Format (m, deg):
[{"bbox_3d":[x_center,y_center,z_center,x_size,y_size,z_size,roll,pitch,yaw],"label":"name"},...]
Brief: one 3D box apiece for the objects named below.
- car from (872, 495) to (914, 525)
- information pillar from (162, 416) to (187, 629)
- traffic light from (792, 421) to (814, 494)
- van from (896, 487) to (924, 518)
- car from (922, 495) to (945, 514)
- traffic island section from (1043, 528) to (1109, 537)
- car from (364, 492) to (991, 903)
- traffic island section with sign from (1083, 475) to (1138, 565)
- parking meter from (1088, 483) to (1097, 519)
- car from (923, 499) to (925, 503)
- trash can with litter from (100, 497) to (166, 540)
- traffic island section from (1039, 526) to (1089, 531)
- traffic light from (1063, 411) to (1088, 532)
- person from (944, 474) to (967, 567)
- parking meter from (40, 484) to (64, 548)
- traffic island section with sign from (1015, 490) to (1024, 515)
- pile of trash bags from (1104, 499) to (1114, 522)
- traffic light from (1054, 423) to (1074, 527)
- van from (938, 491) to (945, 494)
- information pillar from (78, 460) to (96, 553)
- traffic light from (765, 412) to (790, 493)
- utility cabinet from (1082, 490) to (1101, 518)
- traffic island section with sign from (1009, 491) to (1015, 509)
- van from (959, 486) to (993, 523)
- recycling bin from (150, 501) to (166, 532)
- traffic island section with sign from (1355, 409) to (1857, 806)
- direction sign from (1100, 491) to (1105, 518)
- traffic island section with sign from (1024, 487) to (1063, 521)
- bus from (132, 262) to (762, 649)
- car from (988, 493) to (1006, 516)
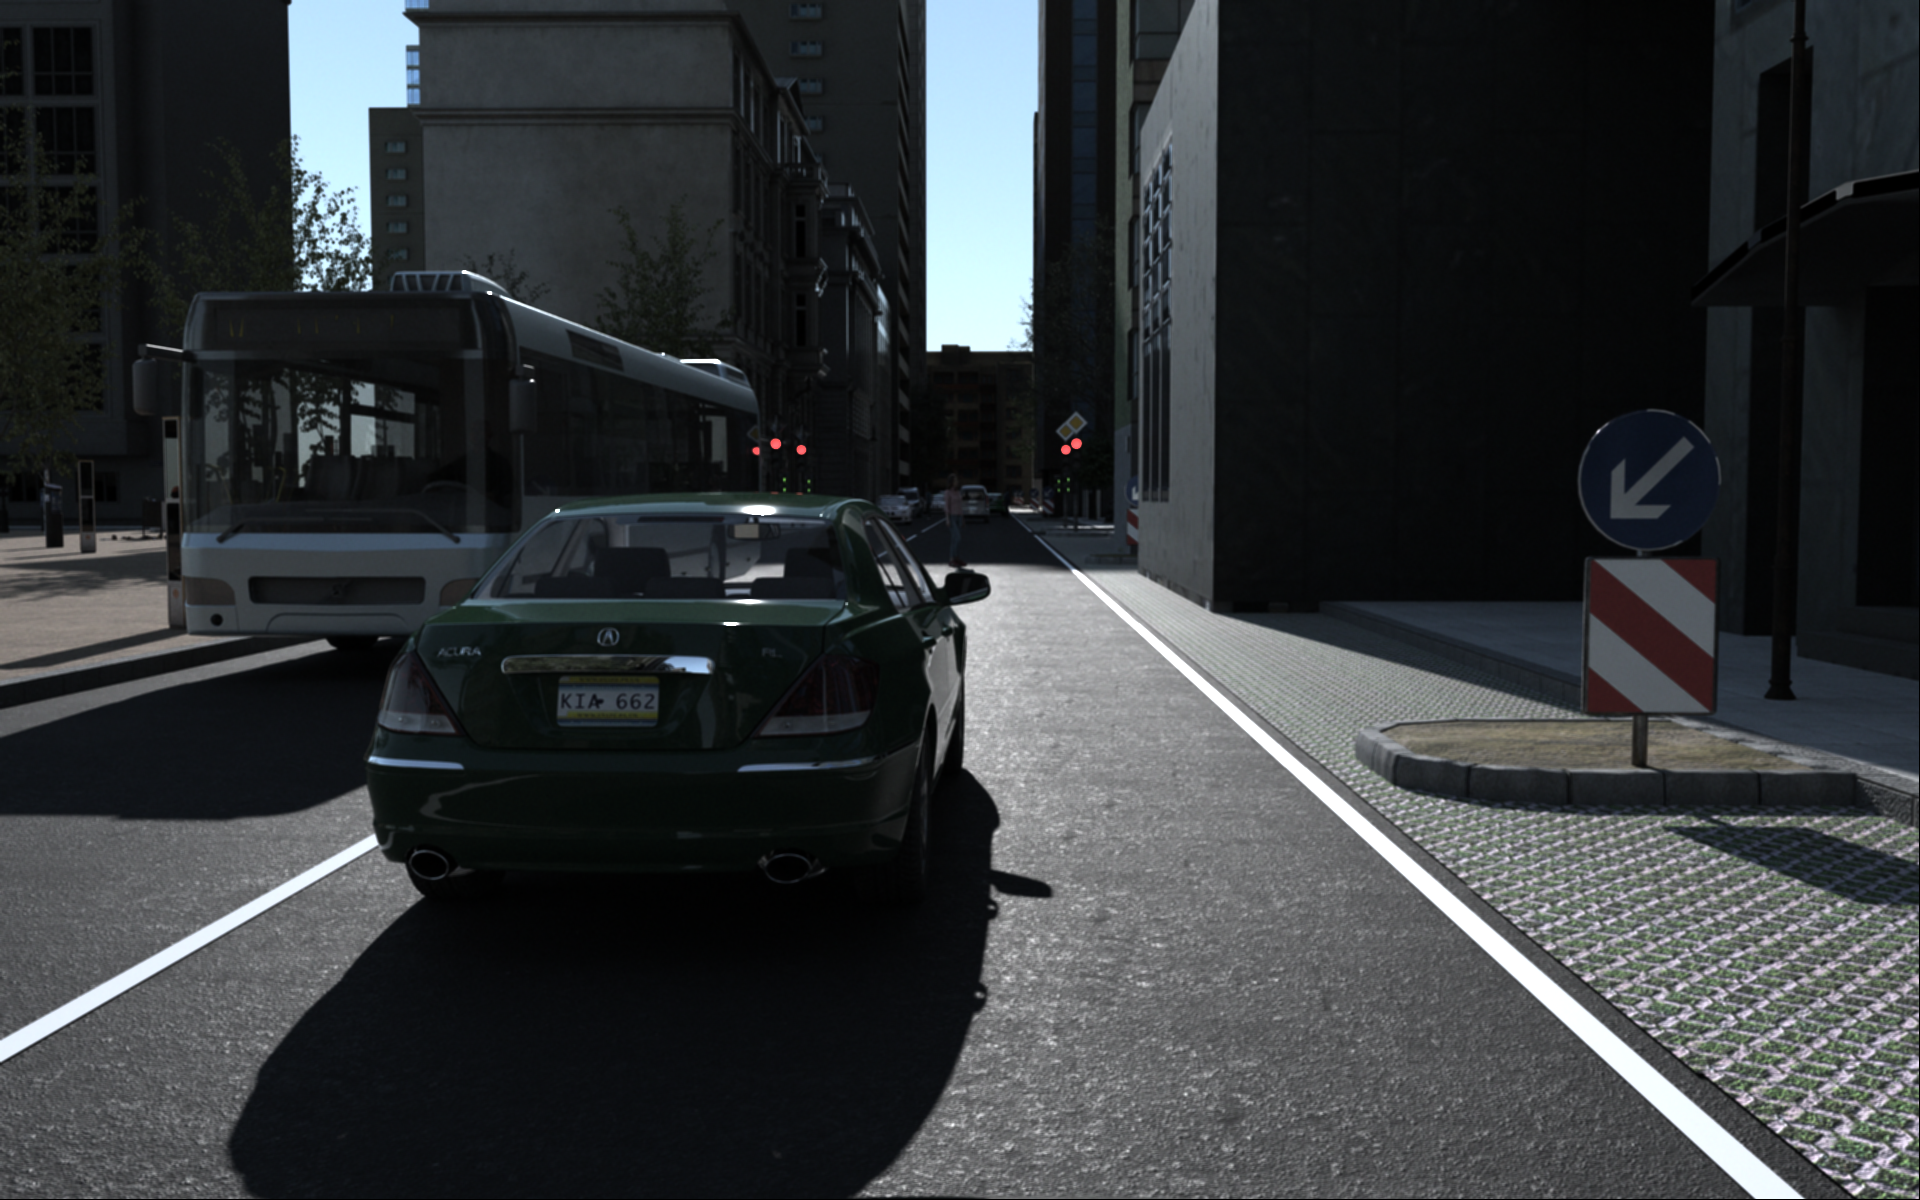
[{"bbox_3d":[-3.204,-4.225,81.443,2.083,1.381,4.827,0,4,0],"label":"car"},{"bbox_3d":[-7.371,-0.737,16.546,0.304,2.012,0.304,3,4,37],"label":"information pillar"},{"bbox_3d":[-6.066,-4.765,66.835,0.839,4.253,0.868,0,4,1],"label":"traffic light"},{"bbox_3d":[-3.209,-6.098,106.721,2.013,2.044,4.112,0,4,1],"label":"van"},{"bbox_3d":[-1.786,-7.066,127.888,2.083,1.381,4.827,0,4,0],"label":"car"},{"bbox_3d":[3.950,-2.234,58.812,2.009,0.180,2.903,0,4,1],"label":"traffic island section"},{"bbox_3d":[-0.950,0.261,7.527,2.131,1.459,4.920,0,4,3],"label":"car"},{"bbox_3d":[3.572,-1.662,35.808,1.989,1.847,2.006,0,4,1],"label":"traffic island section with sign"},{"bbox_3d":[6.799,-5.093,88.979,0.255,1.863,0.399,-3,5,-40],"label":"parking meter"},{"bbox_3d":[-2.530,-9.094,161.269,1.945,1.354,3.894,0,4,2],"label":"car"},{"bbox_3d":[-23.176,-2.305,48.741,1.678,1.210,2.233,3,5,41],"label":"trash can with litter"},{"bbox_3d":[4.084,-2.723,66.796,2.009,0.180,2.903,0,4,1],"label":"traffic island section"},{"bbox_3d":[3.910,-4.268,58.699,0.839,4.253,0.868,0,4,1],"label":"traffic light"},{"bbox_3d":[-0.113,-1.569,34.169,0.388,1.821,0.555,2,4,27],"label":"person"},{"bbox_3d":[-21.803,-2.035,41.678,0.372,1.533,0.369,0,3,0],"label":"parking meter"},{"bbox_3d":[4.948,-6.710,118.343,1.989,1.847,2.006,0,4,1],"label":"traffic island section with sign"},{"bbox_3d":[8.290,-4.284,79.804,3.447,1.369,1.912,2,4,24],"label":"pile of trash bags"},{"bbox_3d":[4.044,-4.756,66.683,0.839,4.253,0.868,0,4,1],"label":"traffic light"},{"bbox_3d":[-1.922,-12.383,209.467,2.013,2.044,4.112,0,4,-1],"label":"van"},{"bbox_3d":[-19.065,-2.038,37.819,0.304,2.012,0.304,-2,4,-29],"label":"information pillar"},{"bbox_3d":[-6.200,-4.277,58.851,0.839,4.253,0.868,0,4,1],"label":"traffic light"},{"bbox_3d":[7.033,-5.140,92.722,0.318,1.500,1.173,3,5,43],"label":"utility cabinet"},{"bbox_3d":[5.796,-9.795,168.769,1.989,1.847,2.006,0,4,1],"label":"traffic island section with sign"},{"bbox_3d":[0.648,-4.890,86.965,2.013,2.044,4.112,0,4,0],"label":"van"},{"bbox_3d":[-27.086,-2.833,58.866,0.722,1.027,0.722,-3,4,-38],"label":"recycling bin"},{"bbox_3d":[3.120,-0.014,8.857,1.989,1.847,2.006,0,4,1],"label":"traffic island section with sign"},{"bbox_3d":[7.712,-6.251,94.208,0.876,3.537,0.379,-1,4,-20],"label":"direction sign"},{"bbox_3d":[4.513,-5.062,91.391,1.989,1.847,2.006,0,4,1],"label":"traffic island section with sign"},{"bbox_3d":[-4.460,-1.461,18.748,2.948,3.499,13.247,0,4,2],"label":"bus"},{"bbox_3d":[2.100,-6.374,113.007,1.959,1.807,4.718,0,4,-1],"label":"car"}]
